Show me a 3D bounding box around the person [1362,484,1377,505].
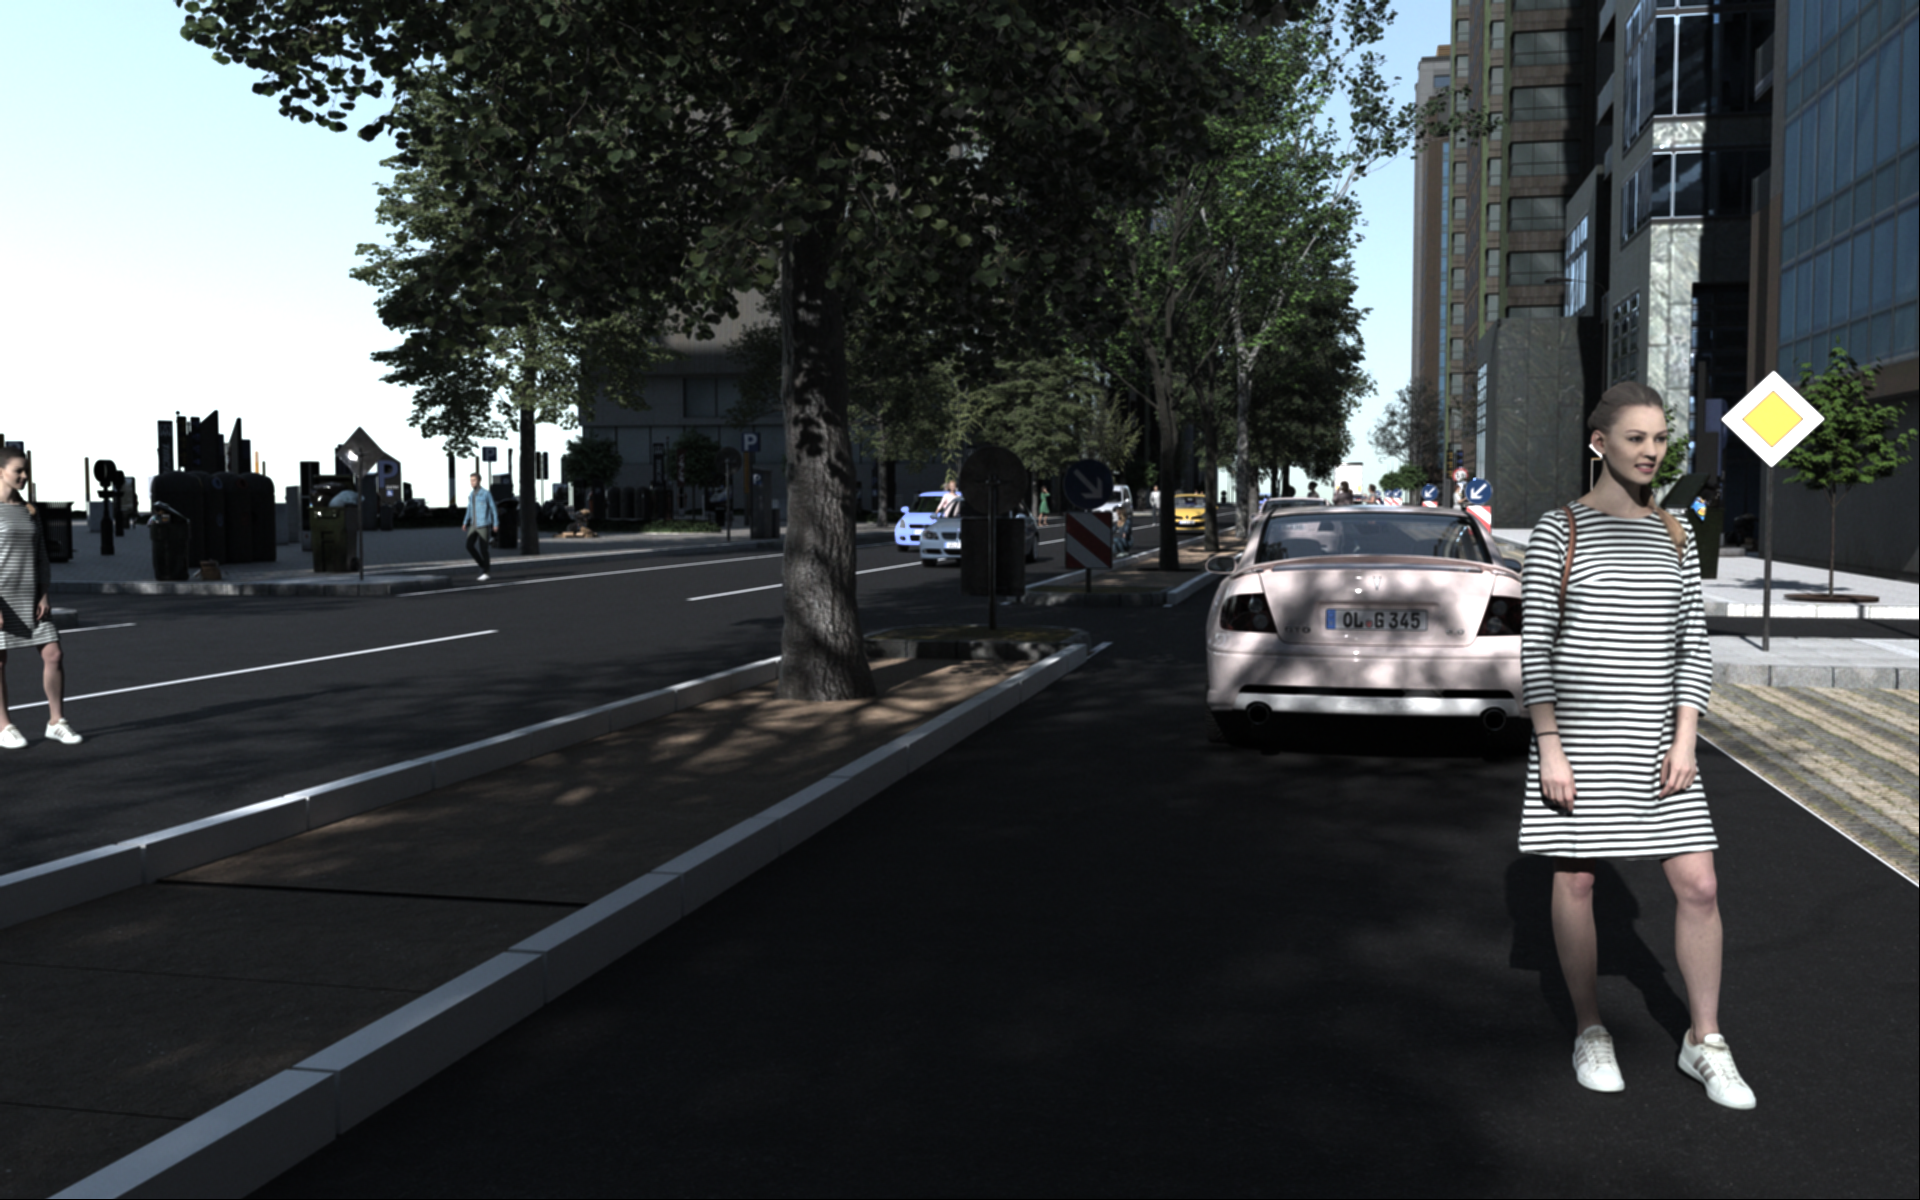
[{"bbox_3d":[14.573,-3.232,61.697,0.532,1.782,0.716,1,4,11],"label":"person"}]

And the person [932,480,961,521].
[{"bbox_3d":[-0.342,-1.824,38.997,0.731,1.740,0.598,-3,5,-39],"label":"person"}]

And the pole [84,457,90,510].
[{"bbox_3d":[-48.099,-6.216,95.477,0.158,3.312,0.155,0,3,0],"label":"pole"}]

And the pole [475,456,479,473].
[{"bbox_3d":[-25.901,-6.066,93.016,0.158,3.312,0.155,0,3,0],"label":"pole"}]

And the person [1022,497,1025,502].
[{"bbox_3d":[2.727,-4.252,78.566,0.519,1.759,0.362,-1,4,-14],"label":"person"}]

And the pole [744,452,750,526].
[{"bbox_3d":[-8.612,-4.654,69.941,0.158,3.312,0.155,0,3,0],"label":"pole"}]

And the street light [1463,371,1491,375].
[{"bbox_3d":[19.691,-5.680,65.408,1.470,5.913,1.316,1,4,13],"label":"street light"}]

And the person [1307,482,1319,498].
[{"bbox_3d":[9.850,-2.445,48.813,0.374,1.781,0.599,-2,4,-31],"label":"person"}]

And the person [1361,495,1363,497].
[{"bbox_3d":[56.991,-14.517,246.648,0.742,1.727,0.445,-1,4,-19],"label":"person"}]

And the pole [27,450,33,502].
[{"bbox_3d":[-43.277,-5.306,80.599,0.158,3.312,0.155,0,3,0],"label":"pole"}]

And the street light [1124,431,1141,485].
[{"bbox_3d":[12.756,-9.546,128.611,1.470,5.913,1.316,1,4,13],"label":"street light"}]

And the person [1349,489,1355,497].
[{"bbox_3d":[24.555,-6.122,109.320,0.721,1.743,1.217,-2,4,-32],"label":"person"}]

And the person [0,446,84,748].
[{"bbox_3d":[-5.372,-0.020,9.828,0.522,1.701,0.512,1,4,23],"label":"person"}]

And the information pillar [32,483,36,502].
[{"bbox_3d":[-59.497,-6.521,111.114,0.304,2.012,0.304,0,4,-1],"label":"information pillar"}]

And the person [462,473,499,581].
[{"bbox_3d":[-7.958,-1.221,28.804,0.601,1.785,0.444,2,4,35],"label":"person"}]

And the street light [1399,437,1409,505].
[{"bbox_3d":[36.717,-10.297,140.897,1.470,5.913,1.316,1,4,13],"label":"street light"}]

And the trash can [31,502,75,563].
[{"bbox_3d":[-16.993,-1.274,32.484,0.748,1.137,0.748,0,3,0],"label":"trash can"}]

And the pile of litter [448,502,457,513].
[{"bbox_3d":[-26.002,-4.527,87.976,1.176,0.858,1.719,-1,4,-12],"label":"pile of litter"}]

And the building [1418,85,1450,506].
[{"bbox_3d":[57.900,-33.014,189.896,14.600,45.320,14.200,1,4,13],"label":"building"}]

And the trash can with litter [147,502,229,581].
[{"bbox_3d":[-11.544,-0.887,25.892,1.055,1.170,0.624,-2,4,-31],"label":"trash can with litter"}]

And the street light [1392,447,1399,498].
[{"bbox_3d":[43.081,-12.028,169.203,1.470,5.913,1.316,1,4,13],"label":"street light"}]

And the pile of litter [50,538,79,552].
[{"bbox_3d":[-20.441,-1.488,38.294,1.719,0.858,1.176,-1,4,-22],"label":"pile of litter"}]

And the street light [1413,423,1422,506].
[{"bbox_3d":[30.295,-8.586,112.924,1.470,5.913,1.316,1,4,13],"label":"street light"}]

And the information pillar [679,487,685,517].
[{"bbox_3d":[-15.767,-5.729,98.156,0.304,2.012,0.304,0,4,1],"label":"information pillar"}]

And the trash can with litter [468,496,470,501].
[{"bbox_3d":[-24.068,-4.497,84.582,1.678,1.210,2.233,0,4,1],"label":"trash can with litter"}]

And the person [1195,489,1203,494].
[{"bbox_3d":[15.003,-6.091,108.894,0.742,1.727,0.445,3,4,36],"label":"person"}]

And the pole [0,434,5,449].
[{"bbox_3d":[-32.253,-3.948,58.392,0.158,3.312,0.155,0,3,0],"label":"pole"}]

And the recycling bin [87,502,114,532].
[{"bbox_3d":[-29.023,-2.808,58.459,0.722,1.027,0.722,-2,4,-34],"label":"recycling bin"}]

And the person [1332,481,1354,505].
[{"bbox_3d":[9.515,-2.047,42.552,0.593,1.750,0.643,-2,4,-28],"label":"person"}]

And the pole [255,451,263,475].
[{"bbox_3d":[-33.448,-5.420,82.459,0.158,3.312,0.155,0,3,0],"label":"pole"}]

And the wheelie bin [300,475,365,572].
[{"bbox_3d":[-10.292,-1.262,28.546,0.980,1.594,0.693,0,4,2],"label":"wheelie bin"}]

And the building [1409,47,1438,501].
[{"bbox_3d":[71.686,-42.257,232.898,21.231,58.520,28.212,1,4,13],"label":"building"}]

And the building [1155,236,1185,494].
[{"bbox_3d":[17.280,-25.686,191.662,14.160,30.474,14.107,1,4,13],"label":"building"}]

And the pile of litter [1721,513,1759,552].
[{"bbox_3d":[17.557,-1.526,38.913,1.176,0.858,1.719,-2,4,-29],"label":"pile of litter"}]

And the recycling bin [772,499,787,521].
[{"bbox_3d":[-8.685,-4.316,83.116,0.722,1.027,0.722,3,5,42],"label":"recycling bin"}]

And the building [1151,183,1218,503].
[{"bbox_3d":[24.365,-42.690,239.981,21.231,58.520,28.212,1,4,13],"label":"building"}]

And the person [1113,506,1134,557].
[{"bbox_3d":[3.660,-1.566,39.610,0.738,1.151,1.012,-1,4,-19],"label":"person"}]

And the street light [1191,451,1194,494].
[{"bbox_3d":[24.946,-12.851,182.650,1.470,5.913,1.316,1,4,13],"label":"street light"}]

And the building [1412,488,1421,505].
[{"bbox_3d":[70.882,-31.488,206.716,32.217,40.220,23.993,1,4,13],"label":"building"}]

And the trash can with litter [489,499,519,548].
[{"bbox_3d":[-10.877,-1.815,41.062,0.624,1.170,1.055,-3,5,-39],"label":"trash can with litter"}]

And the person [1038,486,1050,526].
[{"bbox_3d":[3.758,-4.236,78.004,0.529,1.795,0.600,-1,4,-12],"label":"person"}]

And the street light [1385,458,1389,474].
[{"bbox_3d":[48.419,-13.486,193.032,1.470,5.913,1.316,1,4,13],"label":"street light"}]

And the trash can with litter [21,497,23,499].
[{"bbox_3d":[-60.420,-6.103,111.172,0.624,1.170,1.055,-1,4,-16],"label":"trash can with litter"}]

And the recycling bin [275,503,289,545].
[{"bbox_3d":[-17.447,-1.913,43.838,0.722,1.027,0.722,-2,4,-31],"label":"recycling bin"}]

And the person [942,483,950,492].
[{"bbox_3d":[-0.372,-2.940,56.745,0.590,1.801,0.661,0,4,-6],"label":"person"}]

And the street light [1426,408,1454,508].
[{"bbox_3d":[26.076,-7.412,93.719,1.470,5.913,1.316,1,4,13],"label":"street light"}]

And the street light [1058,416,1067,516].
[{"bbox_3d":[6.387,-7.834,100.627,1.470,5.913,1.316,1,4,13],"label":"street light"}]

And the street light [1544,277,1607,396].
[{"bbox_3d":[13.194,-3.949,37.106,1.470,5.913,1.316,1,4,13],"label":"street light"}]

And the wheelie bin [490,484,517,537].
[{"bbox_3d":[-13.706,-2.685,51.807,0.980,1.594,0.693,0,4,-3],"label":"wheelie bin"}]

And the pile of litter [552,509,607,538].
[{"bbox_3d":[-11.240,-2.268,51.046,1.719,0.858,1.176,3,4,37],"label":"pile of litter"}]

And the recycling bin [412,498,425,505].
[{"bbox_3d":[-31.918,-5.459,101.815,0.722,1.027,0.722,0,4,6],"label":"recycling bin"}]

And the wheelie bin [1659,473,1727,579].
[{"bbox_3d":[11.185,-1.129,26.361,0.693,1.594,0.980,0,4,-7],"label":"wheelie bin"}]

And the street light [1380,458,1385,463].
[{"bbox_3d":[54.785,-15.235,221.628,1.470,5.913,1.316,1,4,13],"label":"street light"}]

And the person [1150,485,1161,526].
[{"bbox_3d":[8.805,-4.222,77.379,0.661,1.843,0.795,2,4,25],"label":"person"}]

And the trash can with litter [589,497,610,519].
[{"bbox_3d":[-17.412,-4.396,83.266,1.055,1.170,0.624,-3,5,-45],"label":"trash can with litter"}]

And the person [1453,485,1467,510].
[{"bbox_3d":[16.916,-3.030,58.616,0.524,1.755,0.480,0,4,2],"label":"person"}]

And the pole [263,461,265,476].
[{"bbox_3d":[-42.968,-6.919,106.966,0.158,3.312,0.155,0,3,0],"label":"pole"}]

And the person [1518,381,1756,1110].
[{"bbox_3d":[1.603,0.323,4.215,0.512,1.701,0.522,0,4,-5],"label":"person"}]
